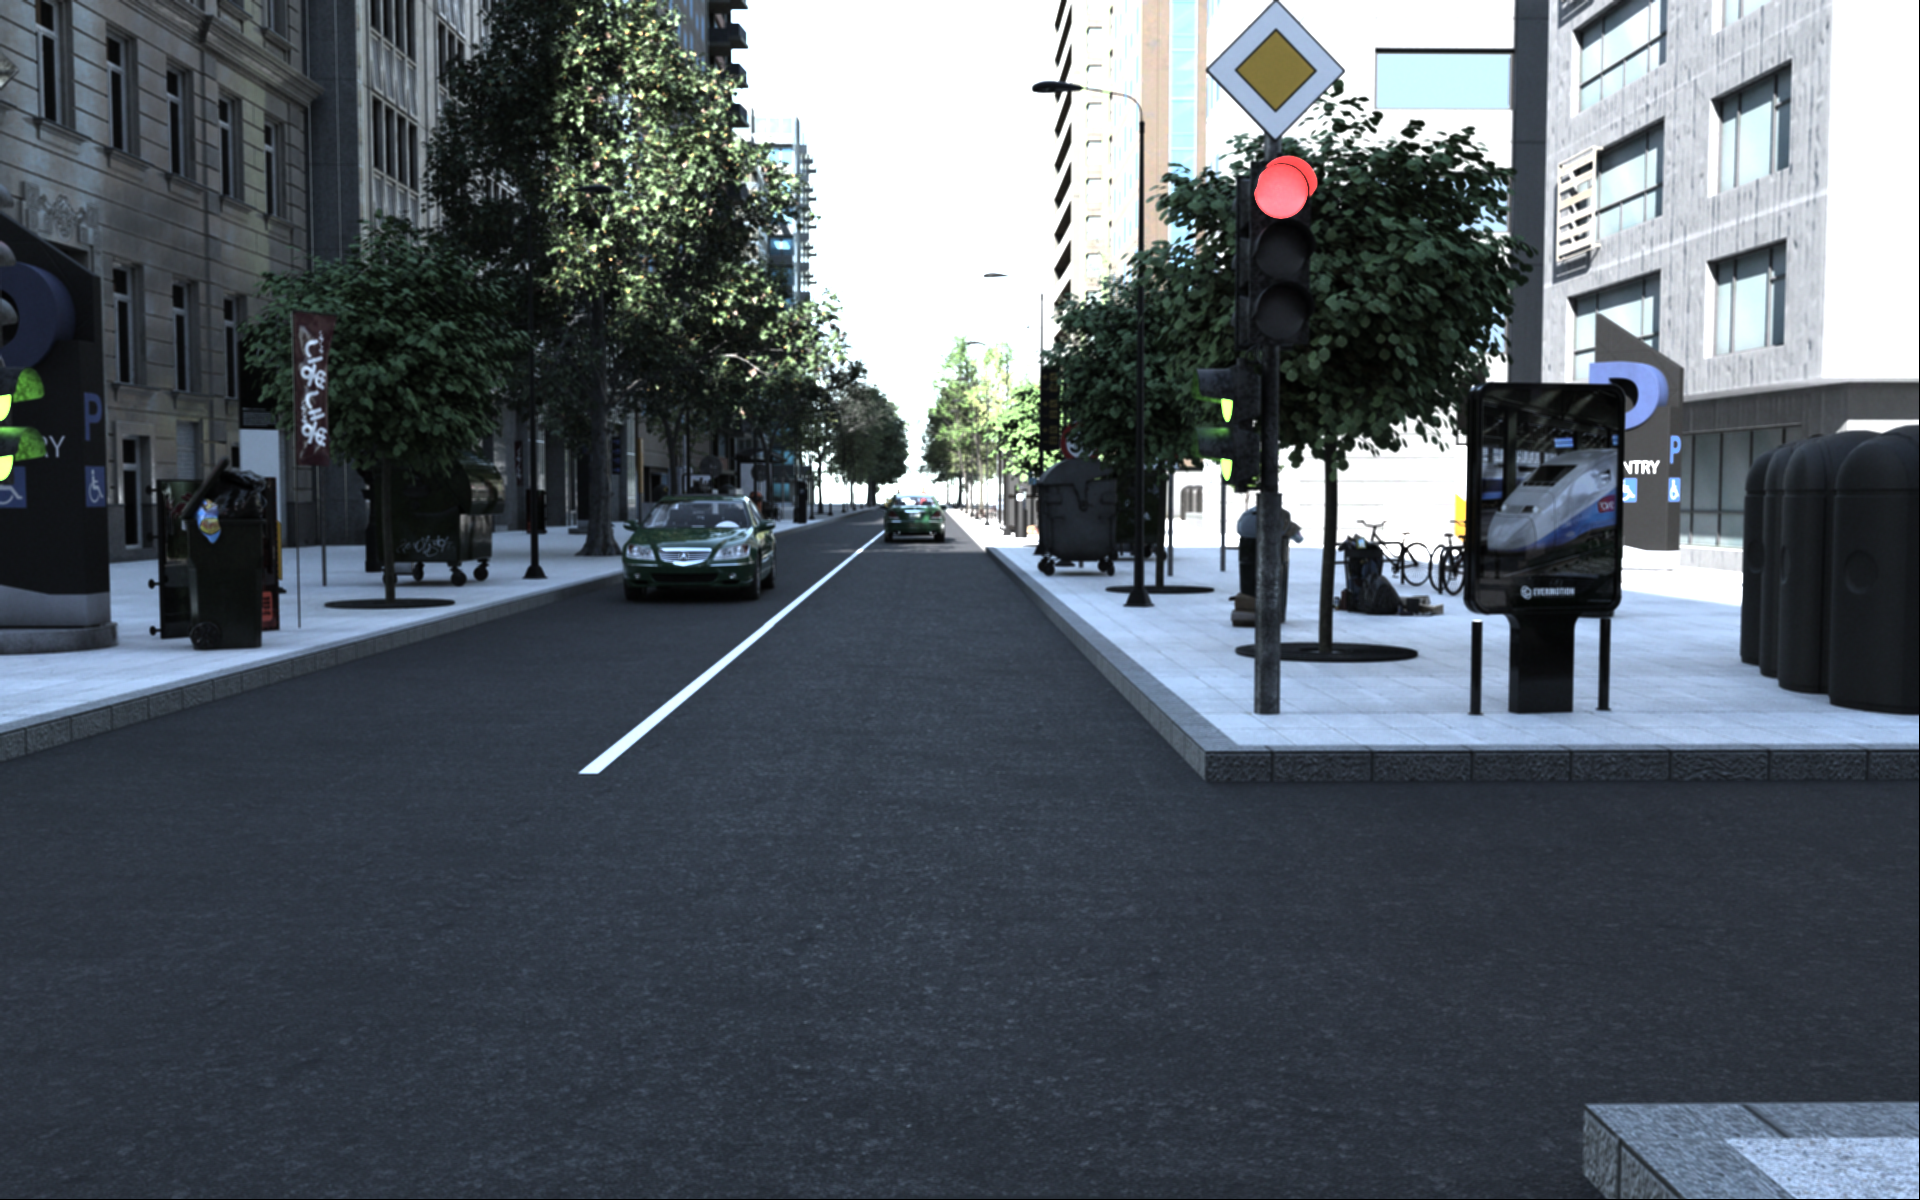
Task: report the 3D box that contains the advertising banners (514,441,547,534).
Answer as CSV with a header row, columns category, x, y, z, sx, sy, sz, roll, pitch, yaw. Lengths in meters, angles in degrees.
category,x,y,z,sx,sy,sz,roll,pitch,yaw
advertising banners,-13.959,-3.673,56.239,0.090,3.025,2.074,-3,5,-41

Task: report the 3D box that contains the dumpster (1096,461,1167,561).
category,x,y,z,sx,sy,sz,roll,pitch,yaw
dumpster,3.334,-1.924,33.955,1.502,2.255,1.985,0,4,-1

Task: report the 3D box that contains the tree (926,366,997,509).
category,x,y,z,sx,sy,sz,roll,pitch,yaw
tree,0.443,-14.283,151.658,7.486,12.596,7.792,0,3,0

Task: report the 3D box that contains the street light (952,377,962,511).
category,x,y,z,sx,sy,sz,roll,pitch,yaw
street light,0.542,-5.892,68.879,1.470,5.913,1.316,0,4,-1

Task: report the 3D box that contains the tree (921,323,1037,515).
category,x,y,z,sx,sy,sz,roll,pitch,yaw
tree,1.189,-11.043,106.314,9.928,11.665,9.643,0,3,0

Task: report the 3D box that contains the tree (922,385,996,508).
category,x,y,z,sx,sy,sz,roll,pitch,yaw
tree,0.120,-15.373,168.354,9.611,12.733,9.660,0,3,0

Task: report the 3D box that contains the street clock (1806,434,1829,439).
category,x,y,z,sx,sy,sz,roll,pitch,yaw
street clock,10.405,-1.002,20.955,0.471,2.002,0.358,3,5,45

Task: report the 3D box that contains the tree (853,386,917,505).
category,x,y,z,sx,sy,sz,roll,pitch,yaw
tree,-10.318,-18.570,210.267,9.857,13.997,8.962,0,3,0

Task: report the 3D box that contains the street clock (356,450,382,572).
category,x,y,z,sx,sy,sz,roll,pitch,yaw
street clock,-9.646,-1.460,28.434,0.471,2.002,0.358,1,4,17

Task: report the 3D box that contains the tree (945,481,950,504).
category,x,y,z,sx,sy,sz,roll,pitch,yaw
tree,-1.643,-19.003,221.074,12.009,13.543,11.850,0,3,0

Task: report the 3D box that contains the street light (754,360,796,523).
category,x,y,z,sx,sy,sz,roll,pitch,yaw
street light,-6.541,-5.339,59.838,1.470,5.913,1.316,0,4,-1

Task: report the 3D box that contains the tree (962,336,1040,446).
category,x,y,z,sx,sy,sz,roll,pitch,yaw
tree,2.313,-8.032,81.680,4.737,8.622,4.395,0,3,0

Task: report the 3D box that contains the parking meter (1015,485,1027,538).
category,x,y,z,sx,sy,sz,roll,pitch,yaw
parking meter,1.774,-2.566,50.363,0.372,1.533,0.369,0,3,0

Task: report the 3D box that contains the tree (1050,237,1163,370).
category,x,y,z,sx,sy,sz,roll,pitch,yaw
tree,4.628,-5.998,48.434,4.360,8.622,3.978,0,3,0

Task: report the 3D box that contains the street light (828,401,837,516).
category,x,y,z,sx,sy,sz,roll,pitch,yaw
street light,-6.883,-6.982,86.693,1.470,5.913,1.316,0,4,-1

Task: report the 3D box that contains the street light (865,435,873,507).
category,x,y,z,sx,sy,sz,roll,pitch,yaw
street light,-7.790,-10.024,136.434,1.470,5.913,1.316,0,4,-1

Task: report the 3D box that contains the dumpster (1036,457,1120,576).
category,x,y,z,sx,sy,sz,roll,pitch,yaw
dumpster,1.894,-1.349,27.809,1.264,1.857,1.865,0,4,-1

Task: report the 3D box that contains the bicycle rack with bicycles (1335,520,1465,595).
category,x,y,z,sx,sy,sz,roll,pitch,yaw
bicycle rack with bicycles,6.449,-0.616,23.452,2.925,0.926,2.852,-3,5,-40

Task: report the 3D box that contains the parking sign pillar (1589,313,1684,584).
category,x,y,z,sx,sy,sz,roll,pitch,yaw
parking sign pillar,9.857,-2.257,25.381,1.447,3.967,1.447,-3,5,-42

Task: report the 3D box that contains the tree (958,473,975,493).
category,x,y,z,sx,sy,sz,roll,pitch,yaw
tree,0.767,-10.024,158.492,1.663,3.219,1.824,0,3,0

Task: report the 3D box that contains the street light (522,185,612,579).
category,x,y,z,sx,sy,sz,roll,pitch,yaw
street light,-5.918,-3.279,26.145,1.470,5.913,1.316,0,4,-1

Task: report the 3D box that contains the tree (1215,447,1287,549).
category,x,y,z,sx,sy,sz,roll,pitch,yaw
tree,6.713,-2.797,40.340,1.663,3.219,1.824,0,3,0

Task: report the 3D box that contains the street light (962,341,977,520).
category,x,y,z,sx,sy,sz,roll,pitch,yaw
street light,0.895,-4.899,52.639,1.470,5.913,1.316,0,4,-1

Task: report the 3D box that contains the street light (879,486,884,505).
category,x,y,z,sx,sy,sz,roll,pitch,yaw
street light,-8.369,-12.072,169.914,1.470,5.913,1.316,0,4,-1

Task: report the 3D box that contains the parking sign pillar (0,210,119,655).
category,x,y,z,sx,sy,sz,roll,pitch,yaw
parking sign pillar,-7.832,-1.583,14.348,1.447,3.967,1.447,0,4,-1

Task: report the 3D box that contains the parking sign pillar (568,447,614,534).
category,x,y,z,sx,sy,sz,roll,pitch,yaw
parking sign pillar,-11.915,-4.119,55.814,1.447,3.967,1.447,1,4,9

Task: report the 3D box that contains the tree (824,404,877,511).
category,x,y,z,sx,sy,sz,roll,pitch,yaw
tree,-8.372,-10.952,129.434,4.360,8.622,3.978,0,3,0

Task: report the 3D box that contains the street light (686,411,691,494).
category,x,y,z,sx,sy,sz,roll,pitch,yaw
street light,-6.306,-4.346,43.596,1.470,5.913,1.316,0,4,-1

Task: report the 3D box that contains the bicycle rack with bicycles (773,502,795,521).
category,x,y,z,sx,sy,sz,roll,pitch,yaw
bicycle rack with bicycles,-8.520,-4.254,82.928,2.852,0.926,2.925,0,4,-6

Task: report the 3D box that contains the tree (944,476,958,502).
category,x,y,z,sx,sy,sz,roll,pitch,yaw
tree,-1.338,-17.396,234.781,4.360,8.622,3.978,0,3,0

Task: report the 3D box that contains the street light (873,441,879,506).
category,x,y,z,sx,sy,sz,roll,pitch,yaw
street light,-8.152,-11.026,152.809,1.470,5.913,1.316,0,4,-1

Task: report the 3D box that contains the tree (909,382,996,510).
category,x,y,z,sx,sy,sz,roll,pitch,yaw
tree,0.479,-12.416,137.410,8.767,10.594,7.601,-1,4,-19

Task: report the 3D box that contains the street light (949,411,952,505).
category,x,y,z,sx,sy,sz,roll,pitch,yaw
street light,0.305,-6.886,85.121,1.470,5.913,1.316,0,4,-1

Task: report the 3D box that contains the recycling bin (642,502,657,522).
category,x,y,z,sx,sy,sz,roll,pitch,yaw
recycling bin,-9.101,-2.424,52.192,0.722,1.027,0.722,-3,5,-42

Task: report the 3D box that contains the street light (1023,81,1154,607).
category,x,y,z,sx,sy,sz,roll,pitch,yaw
street light,1.507,-2.881,19.646,1.470,5.913,1.316,0,4,-1

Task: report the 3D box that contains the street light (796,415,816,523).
category,x,y,z,sx,sy,sz,roll,pitch,yaw
street light,-6.788,-6.416,77.448,1.470,5.913,1.316,0,4,-1

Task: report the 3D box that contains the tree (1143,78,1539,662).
category,x,y,z,sx,sy,sz,roll,pitch,yaw
tree,2.867,-1.835,13.722,4.285,4.588,4.351,0,3,0

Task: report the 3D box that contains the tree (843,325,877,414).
category,x,y,z,sx,sy,sz,roll,pitch,yaw
tree,-7.176,-8.050,66.030,8.767,10.594,7.601,0,4,7

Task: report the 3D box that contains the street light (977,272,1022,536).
category,x,y,z,sx,sy,sz,roll,pitch,yaw
street light,1.174,-3.906,36.397,1.470,5.913,1.316,0,4,-1

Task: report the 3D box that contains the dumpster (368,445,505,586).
category,x,y,z,sx,sy,sz,roll,pitch,yaw
dumpster,-7.477,-1.361,24.745,1.502,2.255,1.985,0,4,-1

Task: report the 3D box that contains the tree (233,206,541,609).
category,x,y,z,sx,sy,sz,roll,pitch,yaw
tree,-6.526,-2.217,19.955,4.285,4.588,4.351,0,3,0

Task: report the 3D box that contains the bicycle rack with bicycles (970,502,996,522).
category,x,y,z,sx,sy,sz,roll,pitch,yaw
bicycle rack with bicycles,2.166,-4.047,79.558,2.925,0.926,2.852,1,4,17

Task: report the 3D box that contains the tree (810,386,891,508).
category,x,y,z,sx,sy,sz,roll,pitch,yaw
tree,-10.021,-14.657,157.767,7.486,12.596,7.792,0,3,0

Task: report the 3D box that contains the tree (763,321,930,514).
category,x,y,z,sx,sy,sz,roll,pitch,yaw
tree,-9.086,-12.312,111.669,12.009,13.543,11.850,0,3,0

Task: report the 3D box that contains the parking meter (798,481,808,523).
category,x,y,z,sx,sy,sz,roll,pitch,yaw
parking meter,-6.869,-4.278,75.648,0.399,1.863,0.255,0,4,1

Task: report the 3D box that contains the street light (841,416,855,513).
category,x,y,z,sx,sy,sz,roll,pitch,yaw
street light,-7.214,-8.012,103.542,1.470,5.913,1.316,0,4,-1

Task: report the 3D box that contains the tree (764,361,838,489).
category,x,y,z,sx,sy,sz,roll,pitch,yaw
tree,-8.349,-8.663,92.002,4.737,8.622,4.395,0,3,0

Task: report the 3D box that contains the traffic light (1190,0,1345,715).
category,x,y,z,sx,sy,sz,roll,pitch,yaw
traffic light,1.779,-1.291,10.028,0.839,4.253,0.868,0,4,-1

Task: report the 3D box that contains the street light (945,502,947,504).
category,x,y,z,sx,sy,sz,roll,pitch,yaw
street light,-0.120,-8.547,112.276,1.470,5.913,1.316,0,4,-1

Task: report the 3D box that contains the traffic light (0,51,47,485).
category,x,y,z,sx,sy,sz,roll,pitch,yaw
traffic light,-5.731,-1.282,9.880,0.839,4.253,0.868,0,4,-1

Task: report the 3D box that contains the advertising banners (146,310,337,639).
category,x,y,z,sx,sy,sz,roll,pitch,yaw
advertising banners,-6.583,-1.215,16.051,0.090,3.025,2.074,2,4,30

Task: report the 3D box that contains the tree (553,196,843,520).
category,x,y,z,sx,sy,sz,roll,pitch,yaw
tree,-8.079,-7.037,49.470,8.767,10.594,7.601,0,3,0

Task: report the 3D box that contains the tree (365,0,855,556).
category,x,y,z,sx,sy,sz,roll,pitch,yaw
tree,-7.457,-7.274,35.936,9.611,12.733,9.660,0,3,0

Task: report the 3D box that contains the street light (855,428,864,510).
category,x,y,z,sx,sy,sz,roll,pitch,yaw
street light,-7.537,-9.031,120.192,1.470,5.913,1.316,0,4,-1

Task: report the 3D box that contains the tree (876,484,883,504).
category,x,y,z,sx,sy,sz,roll,pitch,yaw
tree,-11.226,-14.346,229.153,1.663,3.219,1.824,0,3,0

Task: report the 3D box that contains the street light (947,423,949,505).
category,x,y,z,sx,sy,sz,roll,pitch,yaw
street light,0.146,-7.553,96.035,1.470,5.913,1.316,0,4,-1
